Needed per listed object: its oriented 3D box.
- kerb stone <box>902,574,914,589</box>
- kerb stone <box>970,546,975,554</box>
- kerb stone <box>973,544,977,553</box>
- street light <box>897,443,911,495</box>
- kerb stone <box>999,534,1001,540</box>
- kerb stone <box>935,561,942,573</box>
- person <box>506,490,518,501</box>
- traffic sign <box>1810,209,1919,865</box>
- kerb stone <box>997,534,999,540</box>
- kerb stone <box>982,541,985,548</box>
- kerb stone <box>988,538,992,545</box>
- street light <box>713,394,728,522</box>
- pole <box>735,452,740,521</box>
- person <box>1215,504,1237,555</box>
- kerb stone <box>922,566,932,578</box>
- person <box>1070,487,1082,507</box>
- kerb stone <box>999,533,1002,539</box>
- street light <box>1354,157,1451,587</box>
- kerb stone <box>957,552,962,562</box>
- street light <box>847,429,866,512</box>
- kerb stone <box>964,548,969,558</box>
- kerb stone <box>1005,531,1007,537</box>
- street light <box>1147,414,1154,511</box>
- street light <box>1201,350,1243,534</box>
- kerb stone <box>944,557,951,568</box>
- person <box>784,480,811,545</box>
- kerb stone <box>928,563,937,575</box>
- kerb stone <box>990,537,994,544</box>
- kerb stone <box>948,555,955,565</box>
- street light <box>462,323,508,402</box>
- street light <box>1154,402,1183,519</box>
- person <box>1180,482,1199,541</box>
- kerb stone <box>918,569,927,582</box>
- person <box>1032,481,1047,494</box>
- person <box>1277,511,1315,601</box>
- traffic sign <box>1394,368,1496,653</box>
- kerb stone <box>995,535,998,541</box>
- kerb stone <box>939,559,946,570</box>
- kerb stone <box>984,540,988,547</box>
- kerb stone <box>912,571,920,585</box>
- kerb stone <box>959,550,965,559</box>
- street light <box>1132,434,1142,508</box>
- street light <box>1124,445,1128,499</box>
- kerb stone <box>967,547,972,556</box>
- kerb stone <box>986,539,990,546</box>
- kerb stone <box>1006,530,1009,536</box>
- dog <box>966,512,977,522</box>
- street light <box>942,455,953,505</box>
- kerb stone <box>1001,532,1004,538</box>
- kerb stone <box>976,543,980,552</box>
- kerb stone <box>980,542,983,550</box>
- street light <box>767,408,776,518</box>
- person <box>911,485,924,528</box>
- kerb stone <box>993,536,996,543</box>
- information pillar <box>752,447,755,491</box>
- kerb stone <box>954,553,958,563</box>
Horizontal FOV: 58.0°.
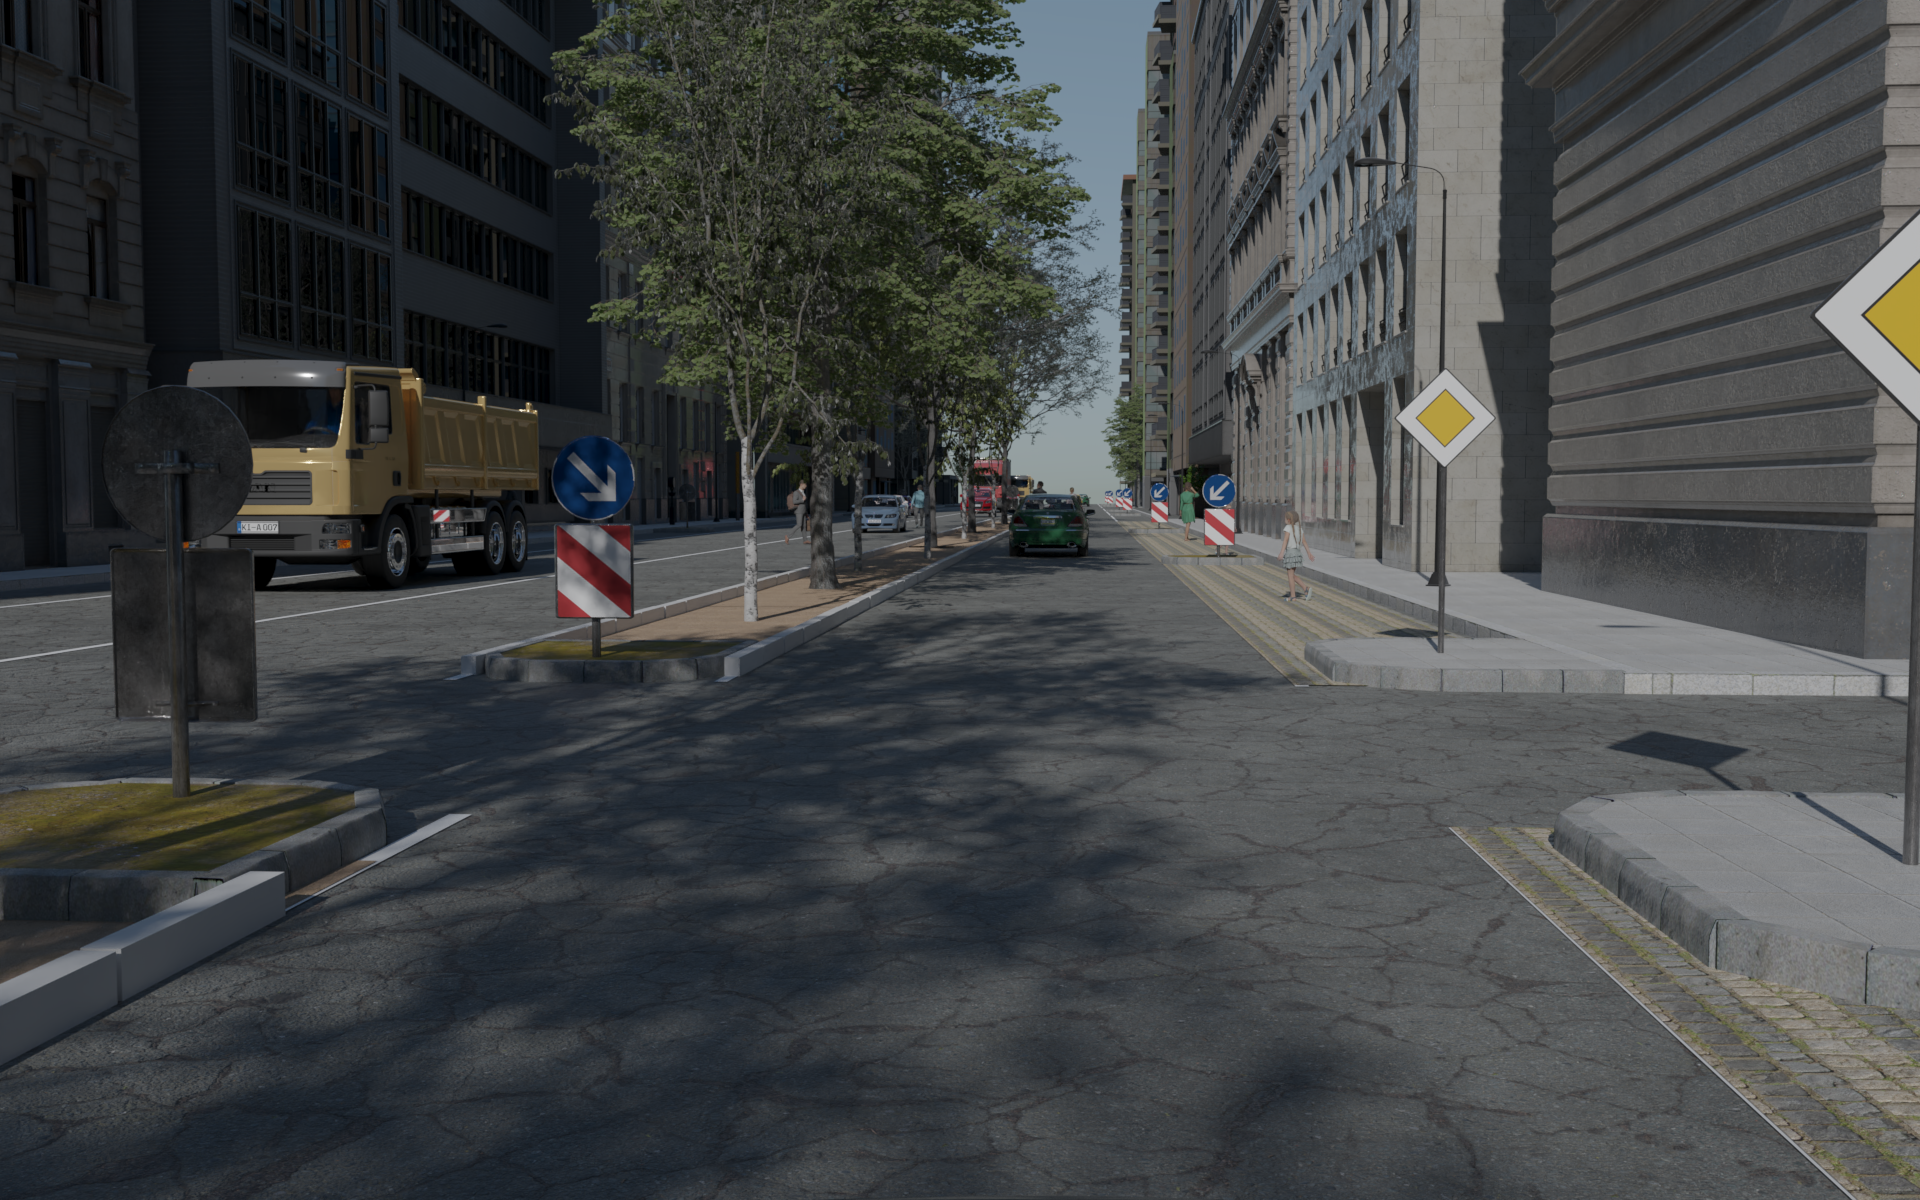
[{"bbox_3d":[-0.851,-0.252,26.375,0.120,0.150,1.000,0,4,4],"label":"kerb stone"},{"bbox_3d":[0.190,-1.132,40.703,0.120,0.150,1.000,0,4,4],"label":"kerb stone"},{"bbox_3d":[0.268,-1.193,41.722,0.120,0.150,1.000,0,4,4],"label":"kerb stone"},{"bbox_3d":[-5.079,-11.249,156.459,1.470,5.913,1.316,0,4,4],"label":"street light"},{"bbox_3d":[1.089,-1.883,52.974,0.120,0.150,1.000,0,4,4],"label":"kerb stone"},{"bbox_3d":[-0.481,-0.569,31.492,0.120,0.150,1.000,0,4,4],"label":"kerb stone"},{"bbox_3d":[-11.615,-2.208,44.813,0.699,1.804,1.509,-1,4,-8],"label":"person"},{"bbox_3d":[3.292,-0.141,5.941,0.795,2.450,0.064,0,4,4],"label":"traffic sign"},{"bbox_3d":[1.014,-1.820,51.950,0.120,0.150,1.000,0,4,4],"label":"kerb stone"},{"bbox_3d":[0.499,-1.382,44.791,0.120,0.150,1.000,0,4,4],"label":"kerb stone"},{"bbox_3d":[0.719,-1.564,47.856,0.120,0.150,1.000,0,4,4],"label":"kerb stone"},{"bbox_3d":[-10.618,-6.520,79.145,1.470,5.913,1.316,0,4,4],"label":"street light"},{"bbox_3d":[-10.732,-5.486,83.545,0.158,3.312,0.155,0,3,0],"label":"pole"},{"bbox_3d":[6.176,-1.630,40.172,0.505,1.210,0.382,-2,4,-35],"label":"person"},{"bbox_3d":[-0.623,-0.443,29.438,0.120,0.150,1.000,0,4,4],"label":"kerb stone"},{"bbox_3d":[5.140,-4.218,78.139,0.731,1.740,0.598,1,4,10],"label":"person"},{"bbox_3d":[1.162,-1.942,54.004,0.120,0.150,1.000,0,4,4],"label":"kerb stone"},{"bbox_3d":[6.134,-3.149,24.033,1.470,5.913,1.316,0,4,4],"label":"street light"},{"bbox_3d":[-0.105,-0.873,36.608,0.120,0.150,1.000,0,4,4],"label":"kerb stone"},{"bbox_3d":[-7.439,-9.280,124.273,1.470,5.913,1.316,0,4,4],"label":"street light"},{"bbox_3d":[0.046,-1.007,38.655,0.120,0.150,1.000,0,4,4],"label":"kerb stone"},{"bbox_3d":[1.393,-2.128,57.063,0.120,0.150,1.000,0,4,4],"label":"kerb stone"},{"bbox_3d":[11.618,-7.849,100.880,1.470,5.913,1.316,0,4,4],"label":"street light"},{"bbox_3d":[8.438,-5.095,55.852,1.470,5.913,1.316,0,4,4],"label":"street light"},{"bbox_3d":[-0.332,-0.694,33.543,0.120,0.150,1.000,0,4,4],"label":"kerb stone"},{"bbox_3d":[-4.564,-2.494,49.249,0.822,1.834,0.622,0,4,5],"label":"person"},{"bbox_3d":[-0.554,-0.506,30.471,0.120,0.150,1.000,0,4,4],"label":"kerb stone"},{"bbox_3d":[0.795,-1.628,48.888,0.120,0.150,1.000,0,4,4],"label":"kerb stone"},{"bbox_3d":[-0.255,-0.756,34.562,0.120,0.150,1.000,0,4,4],"label":"kerb stone"},{"bbox_3d":[-13.006,-4.574,47.332,1.470,5.913,1.316,0,4,4],"label":"street light"},{"bbox_3d":[10.709,-7.042,87.673,1.470,5.913,1.316,0,4,4],"label":"street light"},{"bbox_3d":[6.906,-2.681,52.588,0.600,1.795,0.529,2,4,32],"label":"person"},{"bbox_3d":[-0.695,-0.377,28.419,0.120,0.150,1.000,0,4,4],"label":"kerb stone"},{"bbox_3d":[2.433,-2.861,55.080,0.655,1.846,0.447,-2,4,-32],"label":"person"},{"bbox_3d":[4.430,-0.577,22.950,0.505,1.210,0.382,-3,5,-44],"label":"person"},{"bbox_3d":[3.874,-0.628,13.904,0.795,2.450,0.064,0,4,4],"label":"traffic sign"},{"bbox_3d":[0.944,-1.757,50.929,0.120,0.150,1.000,0,4,4],"label":"kerb stone"},{"bbox_3d":[-0.407,-0.630,32.517,0.120,0.150,1.000,0,4,4],"label":"kerb stone"},{"bbox_3d":[0.573,-1.444,45.811,0.120,0.150,1.000,0,4,4],"label":"kerb stone"},{"bbox_3d":[-0.782,-0.318,27.395,0.120,0.150,1.000,0,4,4],"label":"kerb stone"},{"bbox_3d":[-0.036,-0.937,37.628,0.120,0.150,1.000,0,4,4],"label":"kerb stone"},{"bbox_3d":[14.132,-9.828,133.225,1.470,5.913,1.316,0,4,4],"label":"street light"},{"bbox_3d":[16.316,-11.775,165.069,1.470,5.913,1.316,0,4,4],"label":"street light"},{"bbox_3d":[0.115,-1.067,39.677,0.120,0.150,1.000,0,4,4],"label":"kerb stone"},{"bbox_3d":[0.645,-1.507,46.833,0.120,0.150,1.000,0,4,4],"label":"kerb stone"},{"bbox_3d":[1.463,-2.195,58.089,0.120,0.150,1.000,0,4,4],"label":"kerb stone"},{"bbox_3d":[0.565,-4.274,89.165,0.406,0.507,0.540,3,5,39],"label":"dog"},{"bbox_3d":[-1.447,-14.332,206.874,1.470,5.913,1.316,0,4,4],"label":"street light"},{"bbox_3d":[1.236,-2.008,55.023,0.120,0.150,1.000,0,4,4],"label":"kerb stone"},{"bbox_3d":[0.344,-1.257,42.753,0.120,0.150,1.000,0,4,4],"label":"kerb stone"},{"bbox_3d":[0.417,-1.316,43.773,0.120,0.150,1.000,0,4,4],"label":"kerb stone"},{"bbox_3d":[-9.688,-7.293,91.782,1.470,5.913,1.316,0,4,4],"label":"street light"},{"bbox_3d":[-1.734,-3.959,73.254,0.660,1.820,0.620,-1,4,-12],"label":"person"},{"bbox_3d":[0.867,-1.695,49.910,0.120,0.150,1.000,0,4,4],"label":"kerb stone"},{"bbox_3d":[-10.310,-5.811,86.360,0.183,3.616,0.504,0,4,0],"label":"information pillar"},{"bbox_3d":[-0.180,-0.818,35.589,0.120,0.150,1.000,0,4,4],"label":"kerb stone"}]
